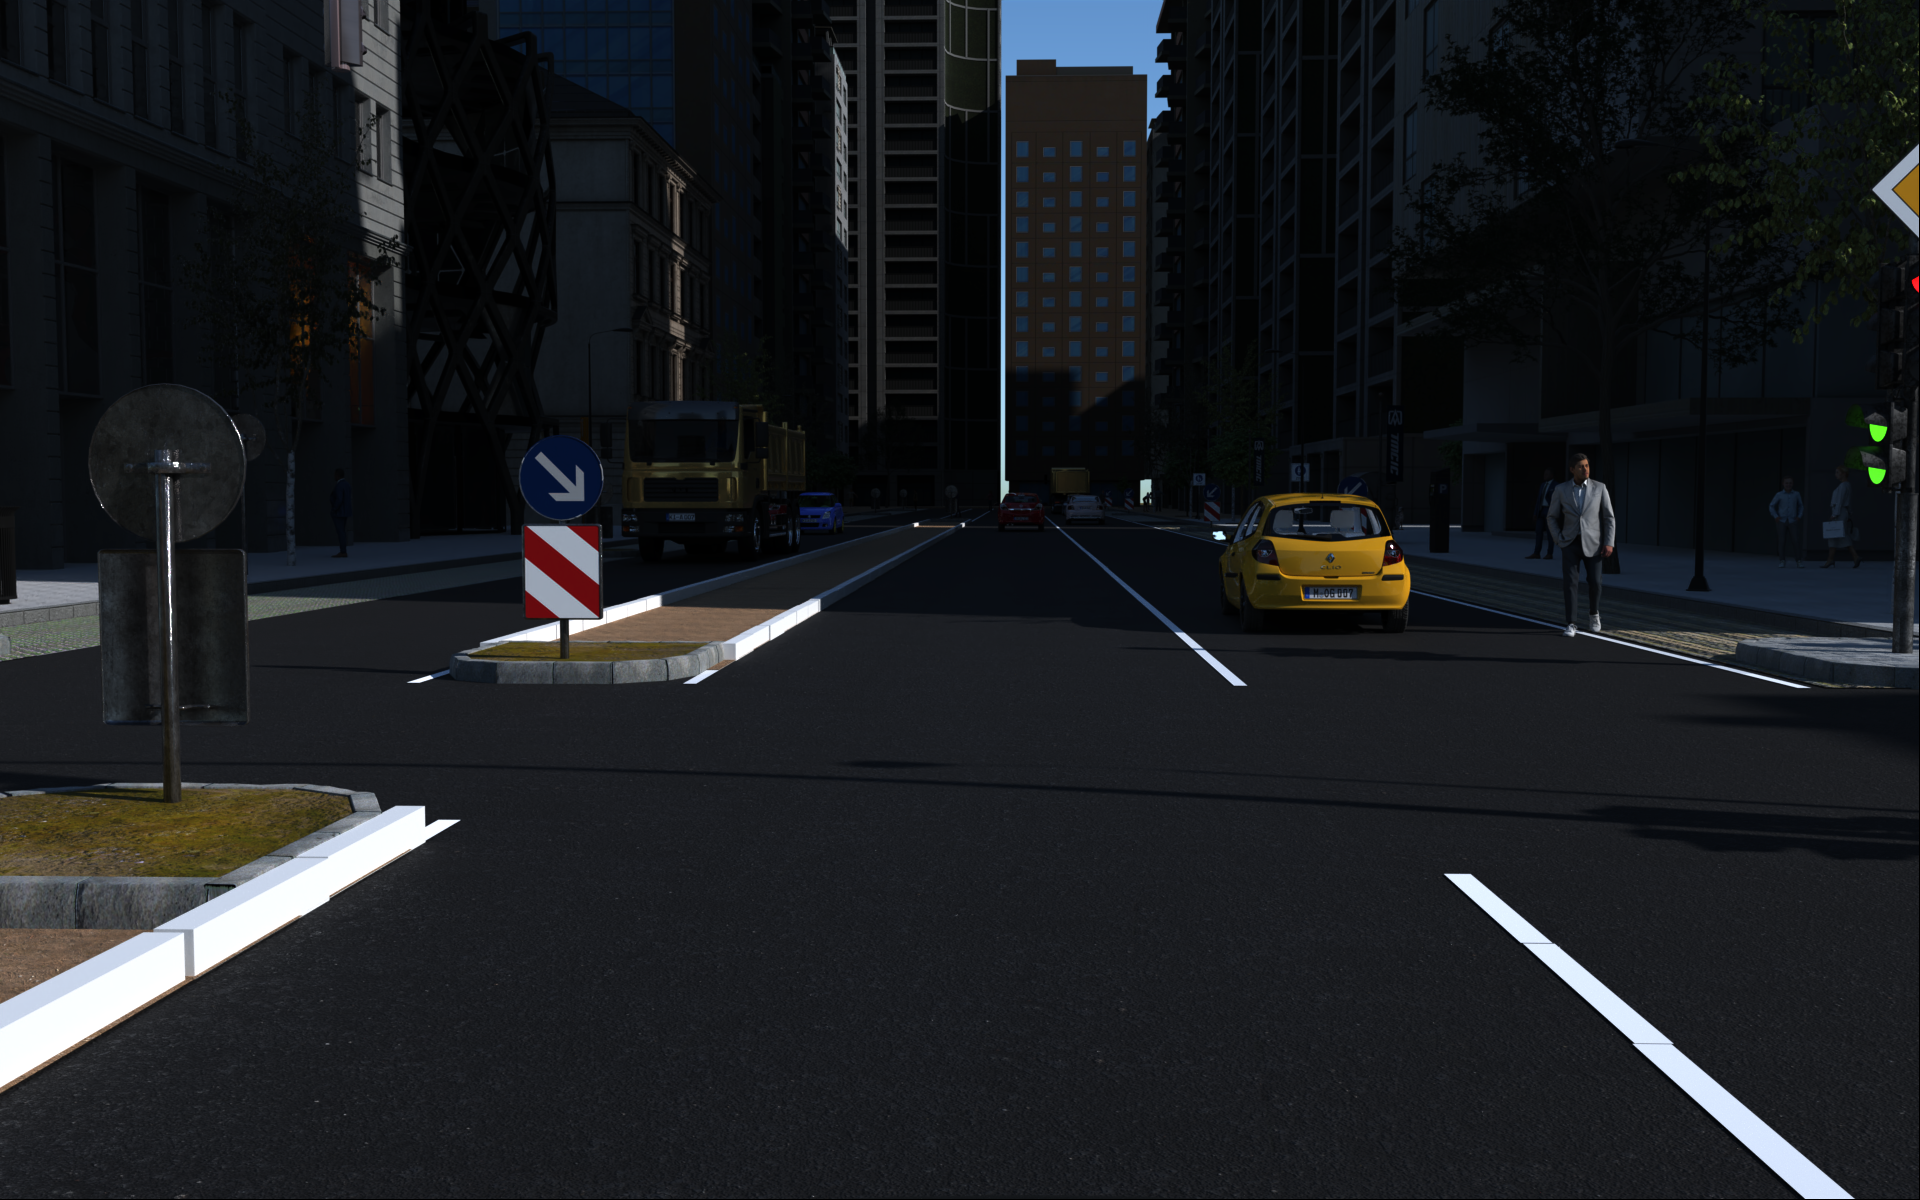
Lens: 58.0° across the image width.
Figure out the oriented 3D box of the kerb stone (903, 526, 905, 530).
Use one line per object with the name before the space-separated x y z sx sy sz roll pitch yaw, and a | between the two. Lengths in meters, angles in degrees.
kerb stone | -2.316 -2.720 66.664 0.120 0.150 1.000 0 4 2

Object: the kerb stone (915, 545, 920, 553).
kerb stone | -1.094 -1.145 41.009 0.120 0.150 1.000 0 4 2

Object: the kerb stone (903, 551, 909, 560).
kerb stone | -1.232 -0.899 36.896 0.120 0.150 1.000 0 4 2

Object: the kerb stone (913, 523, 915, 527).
kerb stone | -2.101 -3.095 72.797 0.120 0.150 1.000 0 4 2

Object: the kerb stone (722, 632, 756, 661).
kerb stone | -1.968 0.418 15.365 0.120 0.150 1.000 0 4 2

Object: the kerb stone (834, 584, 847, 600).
kerb stone | -1.688 -0.078 23.576 0.120 0.150 1.000 0 4 2

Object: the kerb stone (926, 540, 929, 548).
kerb stone | -0.950 -1.400 45.118 0.120 0.150 1.000 0 4 2

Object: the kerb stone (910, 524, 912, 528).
kerb stone | -2.169 -2.968 70.754 0.120 0.150 1.000 0 4 2

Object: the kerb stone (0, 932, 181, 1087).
kerb stone | -2.346 1.078 4.572 0.120 0.150 1.000 0 4 2

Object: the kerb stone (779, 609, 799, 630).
kerb stone | -1.867 0.229 18.456 0.120 0.150 1.000 0 4 2

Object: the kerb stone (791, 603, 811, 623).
kerb stone | -1.830 0.166 19.478 0.120 0.150 1.000 0 4 2

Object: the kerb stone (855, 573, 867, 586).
kerb stone | -1.581 -0.271 26.657 0.120 0.150 1.000 0 4 2

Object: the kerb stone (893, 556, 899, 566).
kerb stone | -1.335 -0.708 33.831 0.120 0.150 1.000 0 4 2

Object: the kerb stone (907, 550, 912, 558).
kerb stone | -1.191 -0.959 37.927 0.120 0.150 1.000 0 4 2

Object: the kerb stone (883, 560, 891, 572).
kerb stone | -1.407 -0.586 31.784 0.120 0.150 1.000 0 4 2

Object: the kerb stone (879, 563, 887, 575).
kerb stone | -1.437 -0.524 30.757 0.120 0.150 1.000 0 4 2

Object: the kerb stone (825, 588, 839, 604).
kerb stone | -1.724 -0.022 22.554 0.120 0.150 1.000 0 4 2

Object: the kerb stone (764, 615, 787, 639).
kerb stone | -1.895 0.292 17.427 0.120 0.150 1.000 0 4 2

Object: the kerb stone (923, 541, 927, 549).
kerb stone | -0.988 -1.340 44.096 0.120 0.150 1.000 0 4 2

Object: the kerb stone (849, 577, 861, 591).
kerb stone | -1.614 -0.210 25.626 0.120 0.150 1.000 0 4 2

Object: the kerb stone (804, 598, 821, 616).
kerb stone | -1.796 0.111 20.500 0.120 0.150 1.000 0 4 2

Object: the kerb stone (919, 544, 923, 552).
kerb stone | -1.056 -1.214 42.042 0.120 0.150 1.000 0 4 2

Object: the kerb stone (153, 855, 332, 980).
kerb stone | -2.301 1.015 5.607 0.120 0.150 1.000 0 4 2

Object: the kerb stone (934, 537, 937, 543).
kerb stone | -0.812 -1.652 49.222 0.120 0.150 1.000 0 4 2

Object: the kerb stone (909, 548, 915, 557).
kerb stone | -1.159 -1.024 38.959 0.120 0.150 1.000 0 4 2

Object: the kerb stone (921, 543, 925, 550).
kerb stone | -1.019 -1.277 43.073 0.120 0.150 1.000 0 4 2

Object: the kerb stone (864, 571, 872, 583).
kerb stone | -1.545 -0.331 27.685 0.120 0.150 1.000 0 4 2

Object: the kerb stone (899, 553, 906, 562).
kerb stone | -1.268 -0.835 35.874 0.120 0.150 1.000 0 4 2

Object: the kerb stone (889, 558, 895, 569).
kerb stone | -1.375 -0.649 32.809 0.120 0.150 1.000 0 4 2

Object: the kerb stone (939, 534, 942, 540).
kerb stone | -0.701 -1.841 52.291 0.120 0.150 1.000 0 4 2

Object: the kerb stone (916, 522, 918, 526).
kerb stone | -2.027 -3.218 74.846 0.120 0.150 1.000 0 4 2

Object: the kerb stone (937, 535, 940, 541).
kerb stone | -0.740 -1.778 51.267 0.120 0.150 1.000 0 4 2

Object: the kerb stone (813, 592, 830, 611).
kerb stone | -1.756 0.041 21.525 0.120 0.150 1.000 0 4 2

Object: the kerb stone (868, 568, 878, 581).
kerb stone | -1.504 -0.398 28.710 0.120 0.150 1.000 0 4 2

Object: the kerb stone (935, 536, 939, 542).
kerb stone | -0.772 -1.710 50.244 0.120 0.150 1.000 0 4 2

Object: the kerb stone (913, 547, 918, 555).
kerb stone | -1.126 -1.086 39.984 0.120 0.150 1.000 0 4 2

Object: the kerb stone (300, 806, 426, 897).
kerb stone | -2.277 0.952 6.629 0.120 0.150 1.000 0 4 2

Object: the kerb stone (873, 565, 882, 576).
kerb stone | -1.479 -0.459 29.733 0.120 0.150 1.000 0 4 2

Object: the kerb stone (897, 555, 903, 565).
kerb stone | -1.301 -0.771 34.852 0.120 0.150 1.000 0 4 2

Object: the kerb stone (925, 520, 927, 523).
kerb stone | -1.785 -3.658 82.005 0.120 0.150 1.000 0 4 2

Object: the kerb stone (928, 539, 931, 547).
kerb stone | -0.912 -1.464 46.140 0.120 0.150 1.000 0 4 2

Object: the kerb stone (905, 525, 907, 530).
kerb stone | -2.271 -2.782 67.689 0.120 0.150 1.000 0 4 2

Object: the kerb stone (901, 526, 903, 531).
kerb stone | -2.346 -2.657 65.642 0.120 0.150 1.000 0 4 2

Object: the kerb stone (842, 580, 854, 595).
kerb stone | -1.650 -0.146 24.605 0.120 0.150 1.000 0 4 2

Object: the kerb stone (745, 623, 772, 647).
kerb stone | -1.940 0.355 16.394 0.120 0.150 1.000 0 4 2

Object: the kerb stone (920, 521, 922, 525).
kerb stone | -1.924 -3.403 77.912 0.120 0.150 1.000 0 4 2

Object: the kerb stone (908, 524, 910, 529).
kerb stone | -2.199 -2.899 69.732 0.120 0.150 1.000 0 4 2

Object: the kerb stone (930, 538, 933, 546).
kerb stone | -0.876 -1.524 47.163 0.120 0.150 1.000 0 4 2

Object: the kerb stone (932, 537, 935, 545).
kerb stone | -0.838 -1.590 48.188 0.120 0.150 1.000 0 4 2
